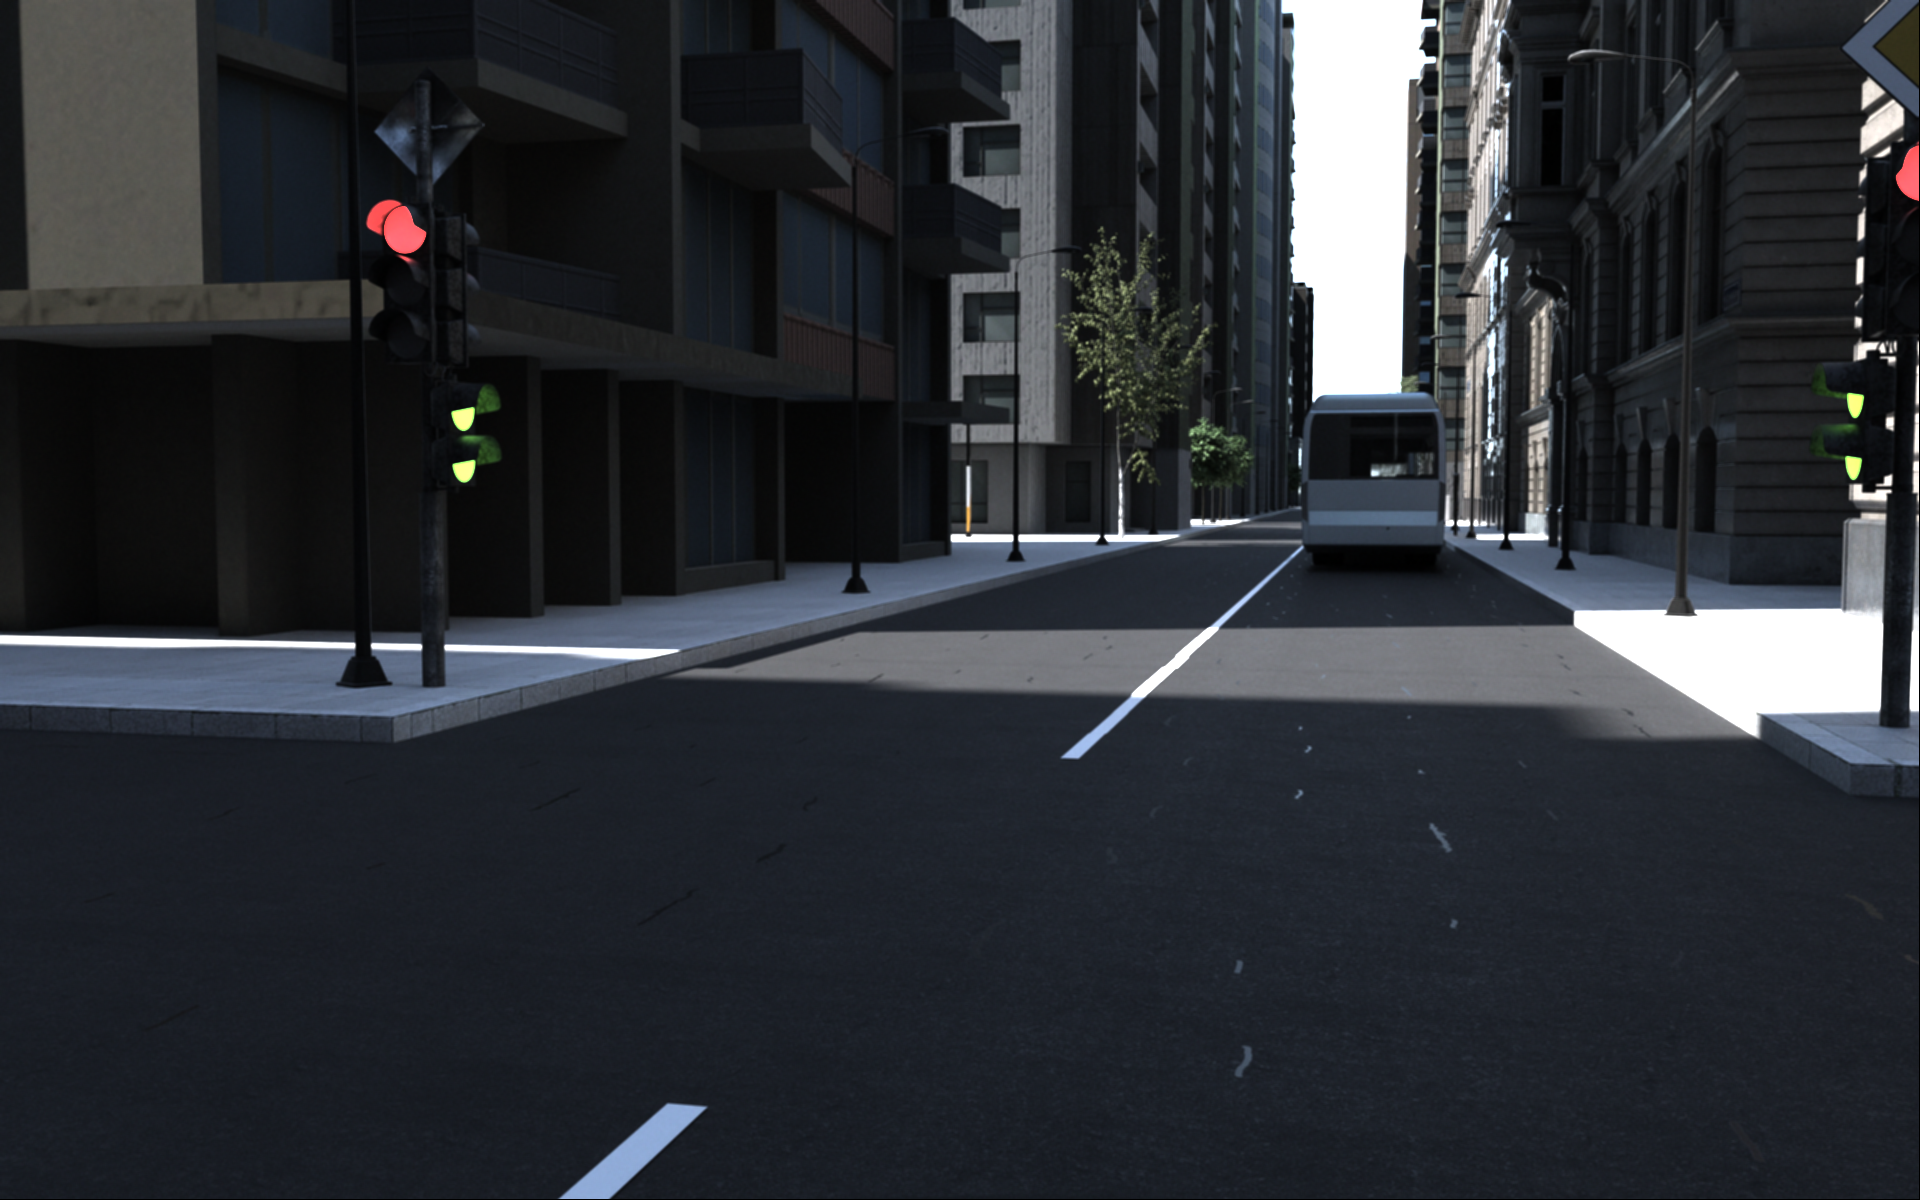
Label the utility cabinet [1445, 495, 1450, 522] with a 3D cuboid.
[{"bbox_3d":[22.218,-4.160,79.178,0.306,1.237,1.020,1,4,12],"label":"utility cabinet"}]

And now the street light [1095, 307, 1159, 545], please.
[{"bbox_3d":[4.099,-4.324,43.246,1.470,5.913,1.316,1,4,13],"label":"street light"}]

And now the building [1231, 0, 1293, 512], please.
[{"bbox_3d":[21.038,-28.475,149.159,14.154,41.232,14.086,1,4,13],"label":"building"}]

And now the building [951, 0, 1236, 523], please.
[{"bbox_3d":[7.217,-19.679,93.446,14.160,30.474,14.107,1,4,13],"label":"building"}]

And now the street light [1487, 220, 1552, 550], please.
[{"bbox_3d":[9.773,-3.478,29.414,1.470,5.913,1.316,1,4,13],"label":"street light"}]

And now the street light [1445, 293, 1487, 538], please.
[{"bbox_3d":[12.091,-4.124,39.965,1.470,5.913,1.316,1,4,13],"label":"street light"}]

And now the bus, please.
[{"bbox_3d":[9.123,-2.635,37.938,2.948,3.499,13.247,1,4,14],"label":"bus"}]

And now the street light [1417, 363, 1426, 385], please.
[{"bbox_3d":[16.992,-5.424,61.229,1.470,5.913,1.316,1,4,13],"label":"street light"}]

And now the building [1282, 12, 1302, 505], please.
[{"bbox_3d":[30.864,-54.921,210.634,22.319,86.520,31.000,1,4,13],"label":"building"}]

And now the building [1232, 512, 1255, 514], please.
[{"bbox_3d":[11.100,-25.965,108.119,14.154,41.232,14.086,1,4,13],"label":"building"}]

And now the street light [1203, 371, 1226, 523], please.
[{"bbox_3d":[9.154,-5.696,65.666,1.470,5.913,1.316,1,4,13],"label":"street light"}]

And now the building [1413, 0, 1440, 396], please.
[{"bbox_3d":[48.231,-29.656,139.498,22.147,44.769,28.867,1,4,13],"label":"building"}]

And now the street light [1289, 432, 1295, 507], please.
[{"bbox_3d":[24.200,-9.646,130.260,1.470,5.913,1.316,1,4,13],"label":"street light"}]

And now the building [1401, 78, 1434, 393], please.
[{"bbox_3d":[53.748,-32.533,182.018,14.600,45.320,14.200,1,4,13],"label":"building"}]

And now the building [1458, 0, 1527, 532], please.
[{"bbox_3d":[26.533,-16.562,68.054,12.463,27.353,25.104,1,4,13],"label":"building"}]

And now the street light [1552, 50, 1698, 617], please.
[{"bbox_3d":[7.065,-2.792,18.194,1.470,5.913,1.316,1,4,13],"label":"street light"}]

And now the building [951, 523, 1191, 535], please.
[{"bbox_3d":[0.394,-17.621,59.809,14.160,30.474,14.107,1,4,13],"label":"building"}]

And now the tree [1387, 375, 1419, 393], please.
[{"bbox_3d":[42.500,-15.122,165.367,7.486,12.596,7.792,0,3,0],"label":"tree"}]

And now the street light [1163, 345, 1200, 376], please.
[{"bbox_3d":[6.621,-4.999,54.269,1.470,5.913,1.316,1,4,13],"label":"street light"}]

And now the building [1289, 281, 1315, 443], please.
[{"bbox_3d":[40.315,-28.240,233.426,14.160,30.474,14.107,1,4,13],"label":"building"}]

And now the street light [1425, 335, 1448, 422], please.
[{"bbox_3d":[14.441,-4.776,50.629,1.470,5.913,1.316,1,4,13],"label":"street light"}]

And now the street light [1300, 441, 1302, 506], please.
[{"bbox_3d":[29.229,-10.962,151.772,1.470,5.913,1.316,1,4,13],"label":"street light"}]

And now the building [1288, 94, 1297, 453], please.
[{"bbox_3d":[23.729,-32.274,182.303,22.147,44.769,28.867,1,4,13],"label":"building"}]

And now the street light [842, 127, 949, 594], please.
[{"bbox_3d":[-0.825,-3.038,22.210,1.470,5.913,1.316,1,4,13],"label":"street light"}]

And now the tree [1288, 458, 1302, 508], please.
[{"bbox_3d":[30.389,-10.771,159.821,4.285,4.588,4.351,0,3,0],"label":"tree"}]

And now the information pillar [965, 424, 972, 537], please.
[{"bbox_3d":[0.262,-3.674,51.424,0.183,3.616,0.504,0,4,6],"label":"information pillar"}]

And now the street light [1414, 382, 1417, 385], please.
[{"bbox_3d":[19.487,-6.067,71.739,1.470,5.913,1.316,1,4,13],"label":"street light"}]

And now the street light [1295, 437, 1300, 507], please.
[{"bbox_3d":[26.721,-10.320,141.265,1.470,5.913,1.316,1,4,13],"label":"street light"}]

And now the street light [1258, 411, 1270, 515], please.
[{"bbox_3d":[16.488,-7.642,97.487,1.470,5.913,1.316,1,4,13],"label":"street light"}]

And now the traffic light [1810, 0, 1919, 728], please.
[{"bbox_3d":[5.144,-1.256,9.455,0.839,4.253,0.868,1,4,13],"label":"traffic light"}]

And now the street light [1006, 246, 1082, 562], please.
[{"bbox_3d":[1.591,-3.682,32.739,1.470,5.913,1.316,1,4,13],"label":"street light"}]

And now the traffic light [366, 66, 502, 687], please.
[{"bbox_3d":[-3.494,-1.377,11.431,0.839,4.253,0.868,1,4,13],"label":"traffic light"}]

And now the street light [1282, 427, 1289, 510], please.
[{"bbox_3d":[21.769,-9.003,119.735,1.470,5.913,1.316,1,4,13],"label":"street light"}]

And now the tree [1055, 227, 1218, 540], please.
[{"bbox_3d":[4.775,-5.998,48.434,4.737,8.622,4.395,0,3,0],"label":"tree"}]

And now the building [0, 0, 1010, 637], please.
[{"bbox_3d":[-11.427,-22.899,29.032,22.147,44.769,28.867,1,4,13],"label":"building"}]

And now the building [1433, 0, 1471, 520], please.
[{"bbox_3d":[31.916,-19.463,89.923,14.160,30.474,14.107,1,4,13],"label":"building"}]

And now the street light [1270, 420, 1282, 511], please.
[{"bbox_3d":[19.170,-8.307,108.353,1.470,5.913,1.316,1,4,13],"label":"street light"}]

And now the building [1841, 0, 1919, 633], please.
[{"bbox_3d":[17.387,-11.149,11.164,19.941,23.489,11.050,1,4,13],"label":"building"}]

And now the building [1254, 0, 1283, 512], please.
[{"bbox_3d":[12.614,-35.897,128.908,21.231,58.520,28.212,1,4,13],"label":"building"}]

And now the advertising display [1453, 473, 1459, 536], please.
[{"bbox_3d":[15.397,-2.969,53.750,0.123,1.923,0.974,1,4,18],"label":"advertising display"}]

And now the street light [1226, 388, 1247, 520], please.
[{"bbox_3d":[11.713,-6.345,76.277,1.470,5.913,1.316,1,4,13],"label":"street light"}]

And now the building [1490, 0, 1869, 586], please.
[{"bbox_3d":[19.720,-13.454,39.061,14.460,24.649,34.723,1,4,13],"label":"building"}]

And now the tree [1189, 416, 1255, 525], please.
[{"bbox_3d":[10.113,-5.428,72.454,4.285,4.588,4.351,0,3,0],"label":"tree"}]

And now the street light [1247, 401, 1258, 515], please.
[{"bbox_3d":[13.923,-6.958,86.296,1.470,5.913,1.316,1,4,13],"label":"street light"}]

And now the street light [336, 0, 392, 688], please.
[{"bbox_3d":[-3.473,-2.372,11.316,1.470,5.913,1.316,1,4,13],"label":"street light"}]
